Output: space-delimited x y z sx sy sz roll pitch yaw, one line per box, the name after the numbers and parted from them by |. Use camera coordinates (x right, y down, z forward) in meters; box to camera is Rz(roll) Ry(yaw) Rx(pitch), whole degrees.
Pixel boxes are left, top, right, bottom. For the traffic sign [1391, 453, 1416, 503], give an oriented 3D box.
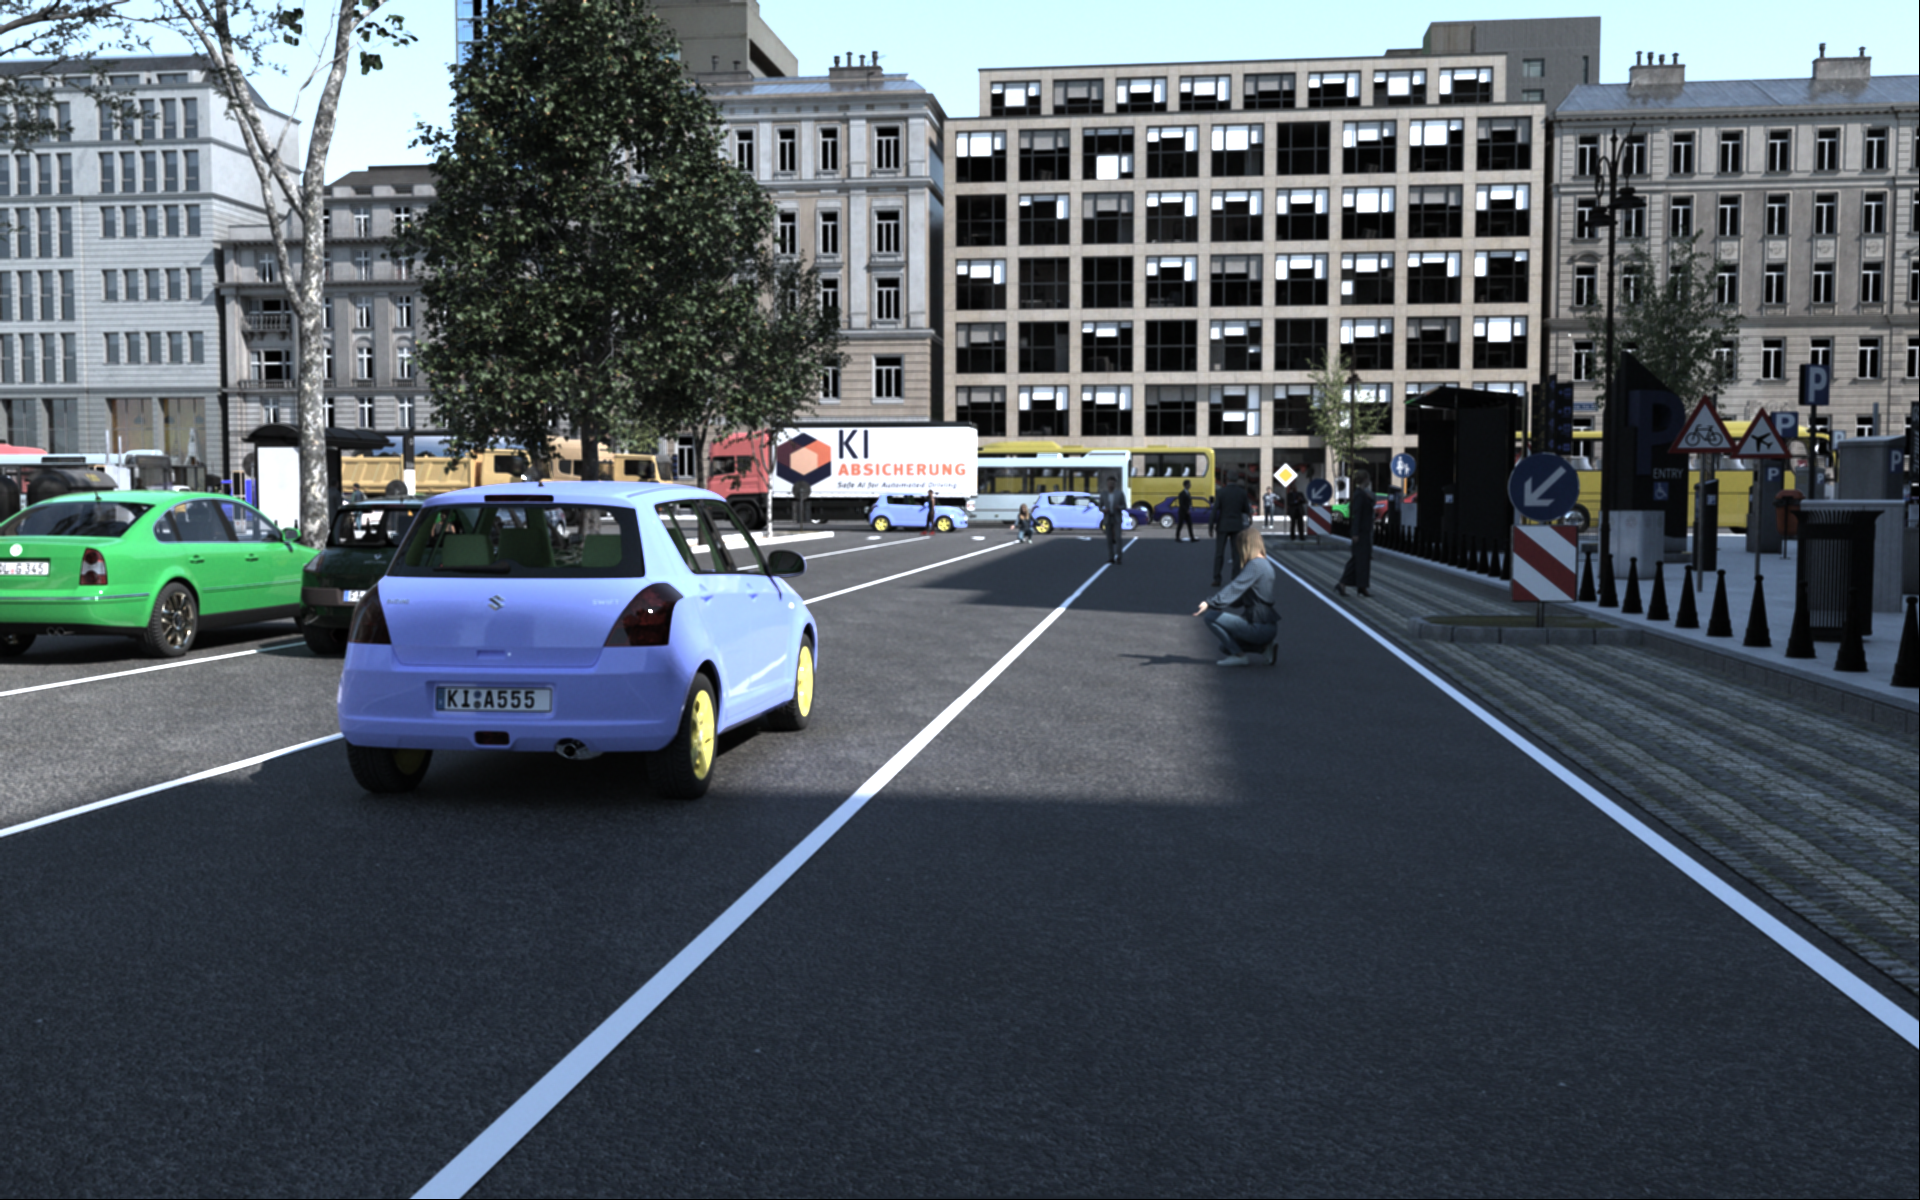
13.888 -3.316 54.331 0.768 2.556 0.104 1 4 13 | traffic sign

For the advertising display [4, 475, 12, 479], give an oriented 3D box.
-31.857 -3.196 57.461 0.123 1.923 0.974 1 4 13 | advertising display

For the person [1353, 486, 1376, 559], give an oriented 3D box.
8.832 -1.784 37.857 0.511 1.800 0.466 0 4 -3 | person

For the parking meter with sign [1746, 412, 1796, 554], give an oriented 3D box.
17.539 -2.527 37.572 0.543 3.016 1.738 0 4 6 | parking meter with sign

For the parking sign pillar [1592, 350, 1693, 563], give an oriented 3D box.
13.089 -2.703 32.669 1.447 3.967 1.447 -1 4 -19 | parking sign pillar

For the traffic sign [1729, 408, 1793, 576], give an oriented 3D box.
12.062 -1.598 26.132 0.884 2.594 0.081 1 4 13 | traffic sign

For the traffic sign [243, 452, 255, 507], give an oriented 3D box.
-21.619 -3.234 52.974 0.768 2.556 0.104 1 4 16 | traffic sign

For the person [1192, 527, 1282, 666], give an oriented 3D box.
2.281 -0.030 14.487 0.738 1.151 1.012 2 4 32 | person

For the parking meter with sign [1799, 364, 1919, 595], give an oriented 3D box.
11.910 -1.614 22.652 0.543 3.016 1.738 -2 4 -31 | parking meter with sign

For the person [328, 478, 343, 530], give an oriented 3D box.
-14.886 -2.005 41.386 0.694 1.812 0.767 2 4 32 | person

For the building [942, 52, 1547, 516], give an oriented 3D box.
17.123 -18.635 109.191 34.151 26.468 19.350 0 4 7 | building

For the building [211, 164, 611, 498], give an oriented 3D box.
-33.183 -16.490 111.414 24.055 21.916 13.314 0 4 7 | building

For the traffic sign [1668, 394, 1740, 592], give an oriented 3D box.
9.706 -1.386 22.657 0.884 2.594 0.081 1 4 11 | traffic sign

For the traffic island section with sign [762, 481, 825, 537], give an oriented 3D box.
-5.455 -3.058 58.141 2.006 1.907 1.989 0 4 7 | traffic island section with sign

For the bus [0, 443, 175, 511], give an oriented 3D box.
-36.934 -4.492 68.307 13.247 3.499 2.948 1 4 9 | bus

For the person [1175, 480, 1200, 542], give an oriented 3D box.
6.756 -2.644 51.508 0.755 1.850 0.659 2 4 33 | person

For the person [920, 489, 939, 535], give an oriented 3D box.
-1.072 -3.103 61.104 0.662 1.594 0.647 -2 4 -24 | person

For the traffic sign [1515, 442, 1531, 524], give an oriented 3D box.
13.828 -2.587 42.308 0.884 2.594 0.081 1 4 17 | traffic sign

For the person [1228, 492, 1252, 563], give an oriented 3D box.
5.774 -1.509 35.772 0.503 1.515 0.523 0 4 -2 | person

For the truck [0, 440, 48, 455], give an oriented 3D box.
-51.592 -6.093 88.535 11.283 4.237 2.839 0 4 6 | truck

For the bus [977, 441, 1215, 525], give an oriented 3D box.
5.713 -5.459 80.808 12.252 3.916 2.896 1 4 9 | bus

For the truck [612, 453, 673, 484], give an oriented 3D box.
-17.863 -5.336 83.174 9.791 3.379 3.469 0 4 6 | truck

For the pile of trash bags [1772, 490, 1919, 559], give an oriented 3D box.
17.590 -1.458 33.588 3.447 1.369 1.912 3 5 40 | pile of trash bags

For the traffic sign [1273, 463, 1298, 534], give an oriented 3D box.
10.478 -3.189 55.783 0.795 2.450 0.064 0 4 7 | traffic sign

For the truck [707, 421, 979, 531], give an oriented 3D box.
-4.999 -4.876 68.639 11.283 4.237 2.839 0 4 7 | truck

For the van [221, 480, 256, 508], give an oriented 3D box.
-29.448 -4.162 72.432 5.245 2.365 2.240 0 4 7 | van

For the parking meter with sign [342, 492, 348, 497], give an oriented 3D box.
-46.140 -8.109 128.848 1.738 3.016 0.543 -3 5 -40 | parking meter with sign

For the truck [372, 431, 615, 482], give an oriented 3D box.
-20.584 -5.440 77.865 11.283 4.237 2.839 0 4 7 | truck

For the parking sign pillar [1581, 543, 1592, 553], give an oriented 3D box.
14.465 -3.034 38.083 1.447 3.967 1.447 1 4 9 | parking sign pillar

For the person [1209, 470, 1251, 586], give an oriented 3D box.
4.168 -1.115 26.911 0.661 1.801 0.590 0 4 -6 | person

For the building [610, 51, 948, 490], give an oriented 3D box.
-10.684 -19.733 108.540 20.117 28.700 13.634 0 4 7 | building

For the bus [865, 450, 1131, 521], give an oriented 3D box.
0.693 -4.896 74.914 13.247 3.499 2.948 1 4 9 | bus

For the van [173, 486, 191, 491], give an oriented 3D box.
-40.577 -4.874 86.704 4.112 2.044 2.013 0 4 7 | van

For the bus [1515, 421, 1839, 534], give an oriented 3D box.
23.712 -4.137 59.184 12.252 3.916 2.896 1 4 9 | bus

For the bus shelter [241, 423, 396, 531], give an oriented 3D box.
-19.046 -3.539 51.794 2.014 3.302 5.546 0 4 7 | bus shelter

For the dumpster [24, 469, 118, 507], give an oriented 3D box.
-20.851 -2.133 40.635 1.264 1.857 1.865 0 4 7 | dumpster

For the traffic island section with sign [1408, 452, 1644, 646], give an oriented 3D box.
5.562 -0.531 17.314 1.989 1.847 2.006 0 4 7 | traffic island section with sign

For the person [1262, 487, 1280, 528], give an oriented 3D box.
13.048 -3.902 73.026 0.376 1.734 0.841 -3 5 -42 | person

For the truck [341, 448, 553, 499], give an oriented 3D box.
-21.466 -4.756 73.681 9.791 3.379 3.469 0 4 5 | truck

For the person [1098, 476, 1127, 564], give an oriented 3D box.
3.119 -1.647 35.622 0.606 1.804 0.583 1 4 11 | person

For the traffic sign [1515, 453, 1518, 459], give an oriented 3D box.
16.452 -3.167 51.894 0.768 2.556 0.104 1 4 13 | traffic sign

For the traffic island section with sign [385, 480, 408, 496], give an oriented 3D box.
-15.714 -2.385 47.623 1.989 1.847 2.006 0 4 7 | traffic island section with sign

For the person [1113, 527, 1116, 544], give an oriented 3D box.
4.430 -2.340 49.998 0.421 1.427 0.697 2 4 28 | person

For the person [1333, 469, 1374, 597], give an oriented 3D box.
5.517 -0.924 24.032 0.534 1.772 0.576 -1 4 -11 | person

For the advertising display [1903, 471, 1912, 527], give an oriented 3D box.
25.649 -2.592 47.589 0.974 1.923 0.123 0 4 -5 | advertising display

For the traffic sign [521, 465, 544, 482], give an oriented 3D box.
-14.559 -3.386 59.009 0.795 2.450 0.064 0 4 7 | traffic sign

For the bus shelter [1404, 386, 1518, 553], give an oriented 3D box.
11.648 -3.017 40.615 1.731 3.624 6.357 0 4 7 | bus shelter

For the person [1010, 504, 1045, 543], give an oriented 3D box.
2.003 -2.251 50.806 1.012 1.151 0.738 0 4 6 | person

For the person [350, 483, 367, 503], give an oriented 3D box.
-21.695 -3.287 62.235 0.794 1.824 0.713 -3 5 -41 | person

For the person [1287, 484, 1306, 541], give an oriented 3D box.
10.332 -2.687 53.123 0.565 1.739 0.600 -2 4 -25 | person

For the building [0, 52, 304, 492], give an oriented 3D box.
-59.954 -20.589 114.128 29.804 29.767 11.434 0 4 7 | building

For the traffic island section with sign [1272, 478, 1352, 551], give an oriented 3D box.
9.035 -2.187 44.382 1.989 1.847 2.006 0 4 7 | traffic island section with sign
